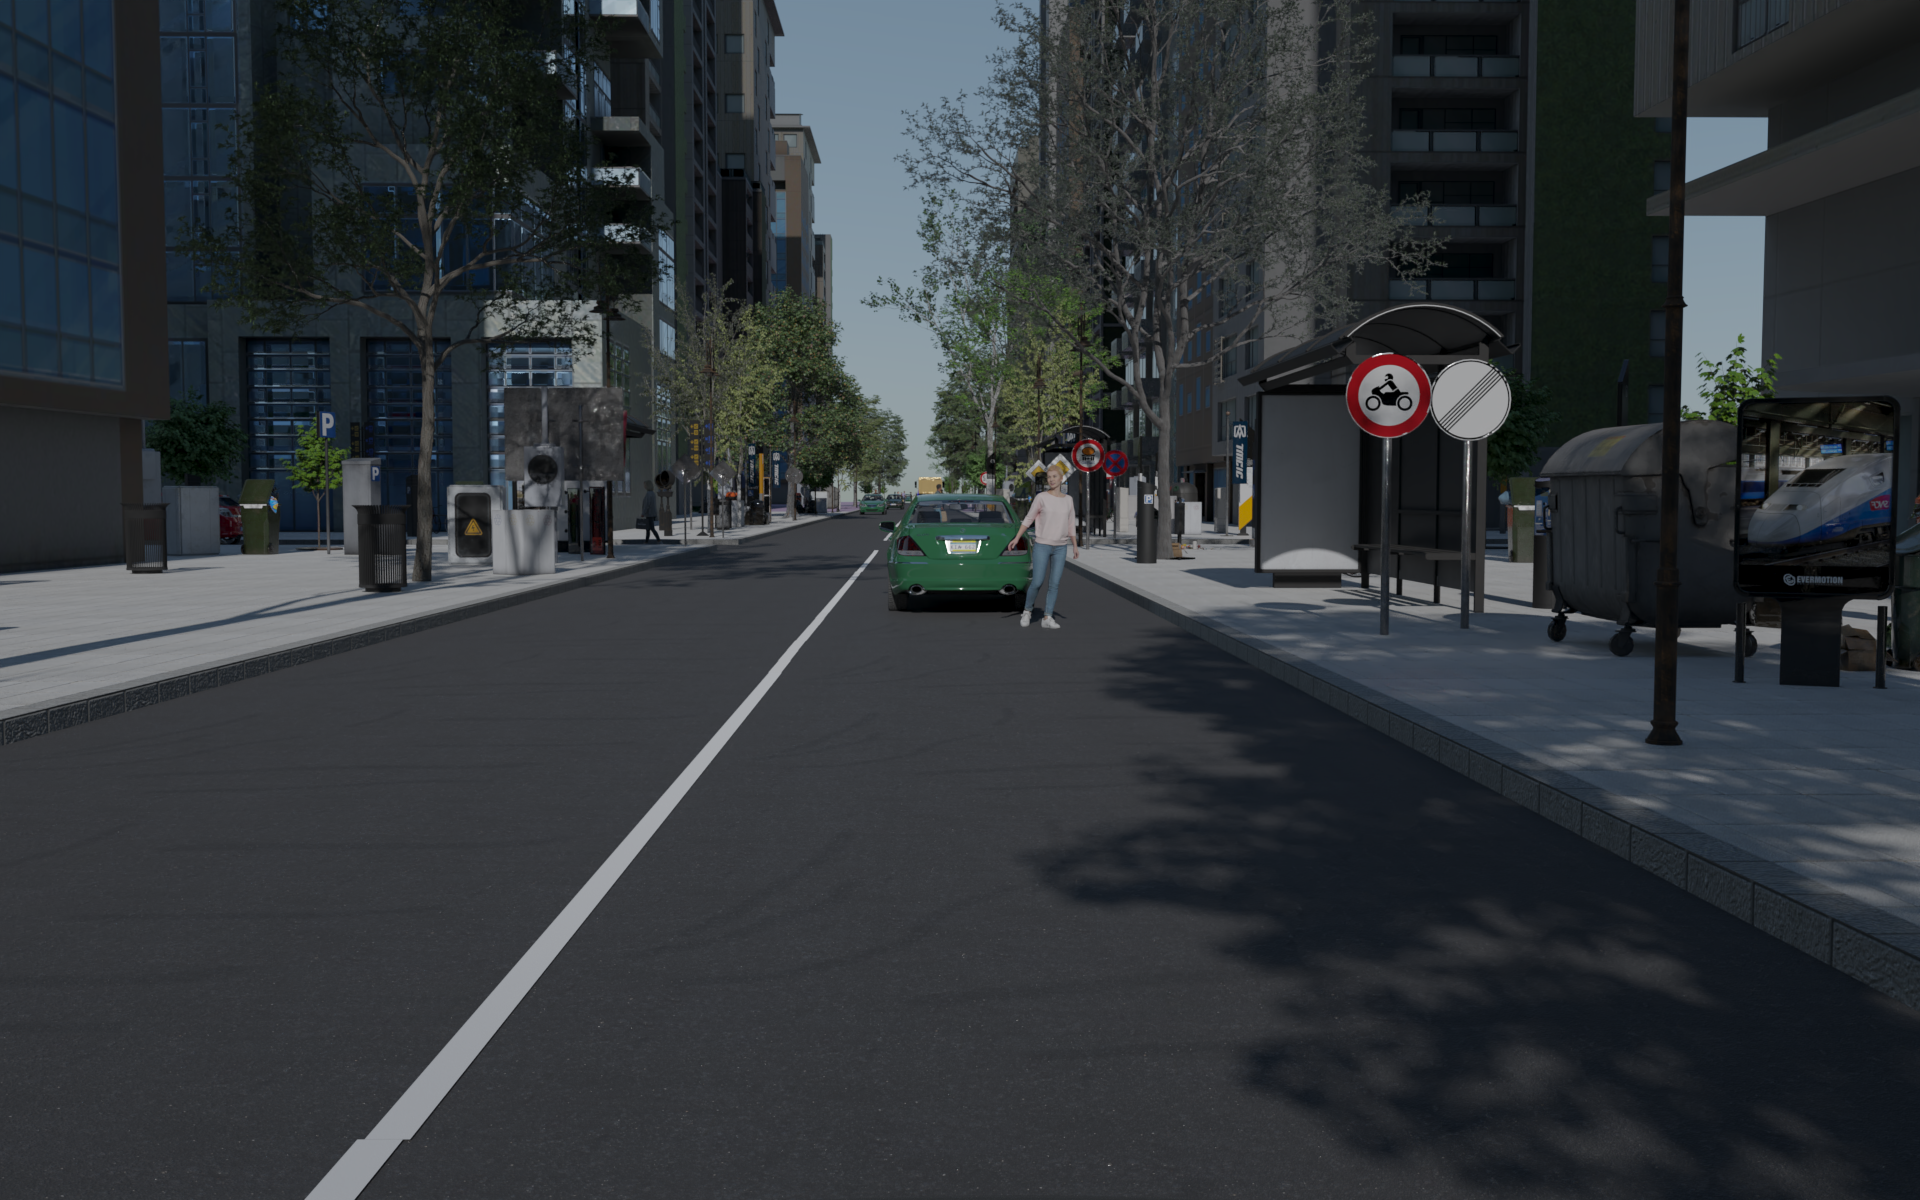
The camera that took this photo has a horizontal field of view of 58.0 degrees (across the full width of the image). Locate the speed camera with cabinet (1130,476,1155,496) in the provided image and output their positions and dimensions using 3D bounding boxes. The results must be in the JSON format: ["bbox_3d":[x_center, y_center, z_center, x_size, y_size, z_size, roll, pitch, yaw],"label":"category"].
[{"bbox_3d":[9.763,-5.867,90.267,2.038,3.252,0.660,-3,4,-37],"label":"speed camera with cabinet"}]

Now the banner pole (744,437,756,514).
[{"bbox_3d":[-9.167,-5.226,75.464,0.863,3.779,0.401,3,5,41],"label":"banner pole"}]

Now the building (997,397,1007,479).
[{"bbox_3d":[20.186,-26.087,271.559,27.650,21.520,28.899,0,4,-1],"label":"building"}]

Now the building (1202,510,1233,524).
[{"bbox_3d":[18.024,-26.293,79.997,14.600,45.320,14.200,0,4,-1],"label":"building"}]

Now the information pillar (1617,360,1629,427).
[{"bbox_3d":[11.496,-2.370,30.102,0.183,3.616,0.504,2,4,33],"label":"information pillar"}]

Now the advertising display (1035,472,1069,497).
[{"bbox_3d":[2.667,-2.763,50.386,0.974,1.923,0.123,0,4,-2],"label":"advertising display"}]

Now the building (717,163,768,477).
[{"bbox_3d":[-24.681,-23.326,153.088,14.160,30.474,14.107,0,4,-1],"label":"building"}]

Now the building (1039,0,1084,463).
[{"bbox_3d":[18.636,-38.972,179.192,21.231,58.520,28.212,0,4,-1],"label":"building"}]

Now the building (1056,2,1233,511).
[{"bbox_3d":[16.236,-31.073,158.159,14.600,45.320,14.200,0,4,-1],"label":"building"}]

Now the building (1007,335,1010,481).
[{"bbox_3d":[13.680,-29.214,249.350,14.160,30.474,14.107,0,4,-1],"label":"building"}]

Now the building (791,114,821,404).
[{"bbox_3d":[-34.448,-40.023,243.609,28.713,52.752,27.495,0,4,-1],"label":"building"}]

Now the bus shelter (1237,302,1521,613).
[{"bbox_3d":[4.857,-1.660,21.073,2.014,3.302,5.546,0,4,-1],"label":"bus shelter"}]

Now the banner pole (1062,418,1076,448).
[{"bbox_3d":[3.544,-4.084,56.793,0.401,3.779,0.863,-3,4,-36],"label":"banner pole"}]

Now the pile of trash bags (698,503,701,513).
[{"bbox_3d":[-15.709,-6.388,114.199,3.447,1.369,1.912,3,5,45],"label":"pile of trash bags"}]

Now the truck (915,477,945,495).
[{"bbox_3d":[-3.399,-12.250,196.210,3.469,3.379,9.791,0,4,-2],"label":"truck"}]

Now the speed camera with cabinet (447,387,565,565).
[{"bbox_3d":[-8.319,-2.288,31.750,2.038,3.252,0.660,0,4,-7],"label":"speed camera with cabinet"}]

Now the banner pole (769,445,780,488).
[{"bbox_3d":[-9.412,-5.975,87.712,0.863,3.779,0.401,2,4,32],"label":"banner pole"}]

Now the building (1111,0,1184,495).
[{"bbox_3d":[21.641,-30.008,110.236,23.786,49.044,30.456,0,4,-1],"label":"building"}]

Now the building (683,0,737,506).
[{"bbox_3d":[-27.438,-42.560,134.102,20.563,71.187,20.611,0,4,-1],"label":"building"}]

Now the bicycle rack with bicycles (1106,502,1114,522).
[{"bbox_3d":[6.347,-3.973,78.345,2.852,0.926,2.925,-3,4,-39],"label":"bicycle rack with bicycles"}]

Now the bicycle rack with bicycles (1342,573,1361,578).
[{"bbox_3d":[6.603,-0.833,27.003,2.925,0.926,2.852,1,4,13],"label":"bicycle rack with bicycles"}]

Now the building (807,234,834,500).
[{"bbox_3d":[-26.808,-35.552,264.875,14.154,41.232,14.086,0,4,-1],"label":"building"}]

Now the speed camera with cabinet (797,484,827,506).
[{"bbox_3d":[-10.049,-7.546,117.719,2.038,3.252,0.660,-2,4,-33],"label":"speed camera with cabinet"}]

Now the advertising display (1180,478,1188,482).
[{"bbox_3d":[8.965,-3.928,69.443,0.123,1.923,0.974,0,4,-3],"label":"advertising display"}]

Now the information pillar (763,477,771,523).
[{"bbox_3d":[-8.504,-4.403,76.474,0.304,2.012,0.304,0,4,5],"label":"information pillar"}]

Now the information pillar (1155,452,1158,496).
[{"bbox_3d":[9.604,-5.599,82.900,0.504,3.616,0.183,1,4,18],"label":"information pillar"}]

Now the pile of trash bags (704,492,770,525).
[{"bbox_3d":[-9.006,-3.754,71.134,1.912,1.369,3.447,0,4,7],"label":"pile of trash bags"}]

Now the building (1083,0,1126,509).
[{"bbox_3d":[18.936,-42.885,139.425,20.563,71.187,20.611,0,4,-1],"label":"building"}]

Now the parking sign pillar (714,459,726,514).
[{"bbox_3d":[-14.924,-7.335,108.395,1.447,3.967,1.447,1,4,9],"label":"parking sign pillar"}]

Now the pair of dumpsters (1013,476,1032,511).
[{"bbox_3d":[3.848,-5.717,95.959,1.574,2.255,4.437,0,4,-1],"label":"pair of dumpsters"}]

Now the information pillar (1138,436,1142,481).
[{"bbox_3d":[7.239,-4.789,69.656,0.183,3.616,0.504,0,4,-4],"label":"information pillar"}]

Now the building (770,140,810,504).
[{"bbox_3d":[-26.806,-35.050,223.182,14.600,45.320,14.200,0,4,-1],"label":"building"}]

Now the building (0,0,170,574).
[{"bbox_3d":[-22.101,-22.927,24.970,14.200,45.320,14.600,0,4,-1],"label":"building"}]

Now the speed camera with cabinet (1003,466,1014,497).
[{"bbox_3d":[2.921,-7.723,120.600,0.660,3.252,2.038,3,5,44],"label":"speed camera with cabinet"}]

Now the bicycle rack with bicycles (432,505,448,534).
[{"bbox_3d":[-16.025,-2.621,56.229,2.852,0.926,2.925,-3,4,-39],"label":"bicycle rack with bicycles"}]

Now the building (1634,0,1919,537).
[{"bbox_3d":[26.835,-26.356,20.160,28.713,52.752,27.495,0,4,-1],"label":"building"}]

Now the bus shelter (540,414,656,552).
[{"bbox_3d":[-8.534,-2.852,40.556,2.014,3.302,5.546,0,4,-1],"label":"bus shelter"}]

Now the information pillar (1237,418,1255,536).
[{"bbox_3d":[8.819,-3.791,53.344,0.504,3.616,0.183,0,4,-3],"label":"information pillar"}]

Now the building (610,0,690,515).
[{"bbox_3d":[-24.111,-25.621,102.505,14.154,41.232,14.086,0,4,-1],"label":"building"}]

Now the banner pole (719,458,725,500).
[{"bbox_3d":[-14.678,-7.130,106.593,0.401,3.779,0.863,-3,5,-41],"label":"banner pole"}]

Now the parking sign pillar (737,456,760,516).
[{"bbox_3d":[-12.337,-6.898,101.261,1.447,3.967,1.447,-2,4,-32],"label":"parking sign pillar"}]

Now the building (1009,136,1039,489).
[{"bbox_3d":[17.766,-37.094,230.191,21.300,48.544,21.600,0,4,-1],"label":"building"}]

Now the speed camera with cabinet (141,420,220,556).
[{"bbox_3d":[-16.404,-2.540,35.861,0.660,3.252,2.038,2,4,29],"label":"speed camera with cabinet"}]

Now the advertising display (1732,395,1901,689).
[{"bbox_3d":[5.693,-0.388,11.554,0.974,1.923,0.123,2,4,25],"label":"advertising display"}]

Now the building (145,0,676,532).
[{"bbox_3d":[-23.401,-46.359,70.645,22.319,86.520,31.000,0,4,-1],"label":"building"}]

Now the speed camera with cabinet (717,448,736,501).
[{"bbox_3d":[-10.176,-4.964,75.500,0.660,3.252,2.038,0,4,-1],"label":"speed camera with cabinet"}]

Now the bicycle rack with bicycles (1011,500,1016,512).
[{"bbox_3d":[3.128,-5.452,102.528,2.925,0.926,2.852,-1,4,-12],"label":"bicycle rack with bicycles"}]

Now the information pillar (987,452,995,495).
[{"bbox_3d":[1.705,-6.309,94.499,0.504,3.616,0.183,0,4,-4],"label":"information pillar"}]

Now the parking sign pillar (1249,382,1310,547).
[{"bbox_3d":[7.778,-3.277,42.045,1.447,3.967,1.447,0,3,0],"label":"parking sign pillar"}]

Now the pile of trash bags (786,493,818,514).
[{"bbox_3d":[-10.463,-6.362,113.778,1.912,1.369,3.447,-1,4,-13],"label":"pile of trash bags"}]

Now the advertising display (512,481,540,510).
[{"bbox_3d":[-10.470,-2.241,41.858,0.123,1.923,0.974,1,4,23],"label":"advertising display"}]

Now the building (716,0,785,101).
[{"bbox_3d":[-32.689,-35.705,173.009,28.713,52.752,27.495,0,4,-1],"label":"building"}]

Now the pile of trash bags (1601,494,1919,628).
[{"bbox_3d":[8.157,-0.449,17.087,3.447,1.369,1.912,1,4,15],"label":"pile of trash bags"}]

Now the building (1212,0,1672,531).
[{"bbox_3d":[17.616,-23.334,65.100,14.086,41.232,14.154,0,4,-1],"label":"building"}]

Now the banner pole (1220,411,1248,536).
[{"bbox_3d":[8.309,-3.816,52.404,0.863,3.779,0.401,2,4,29],"label":"banner pole"}]
